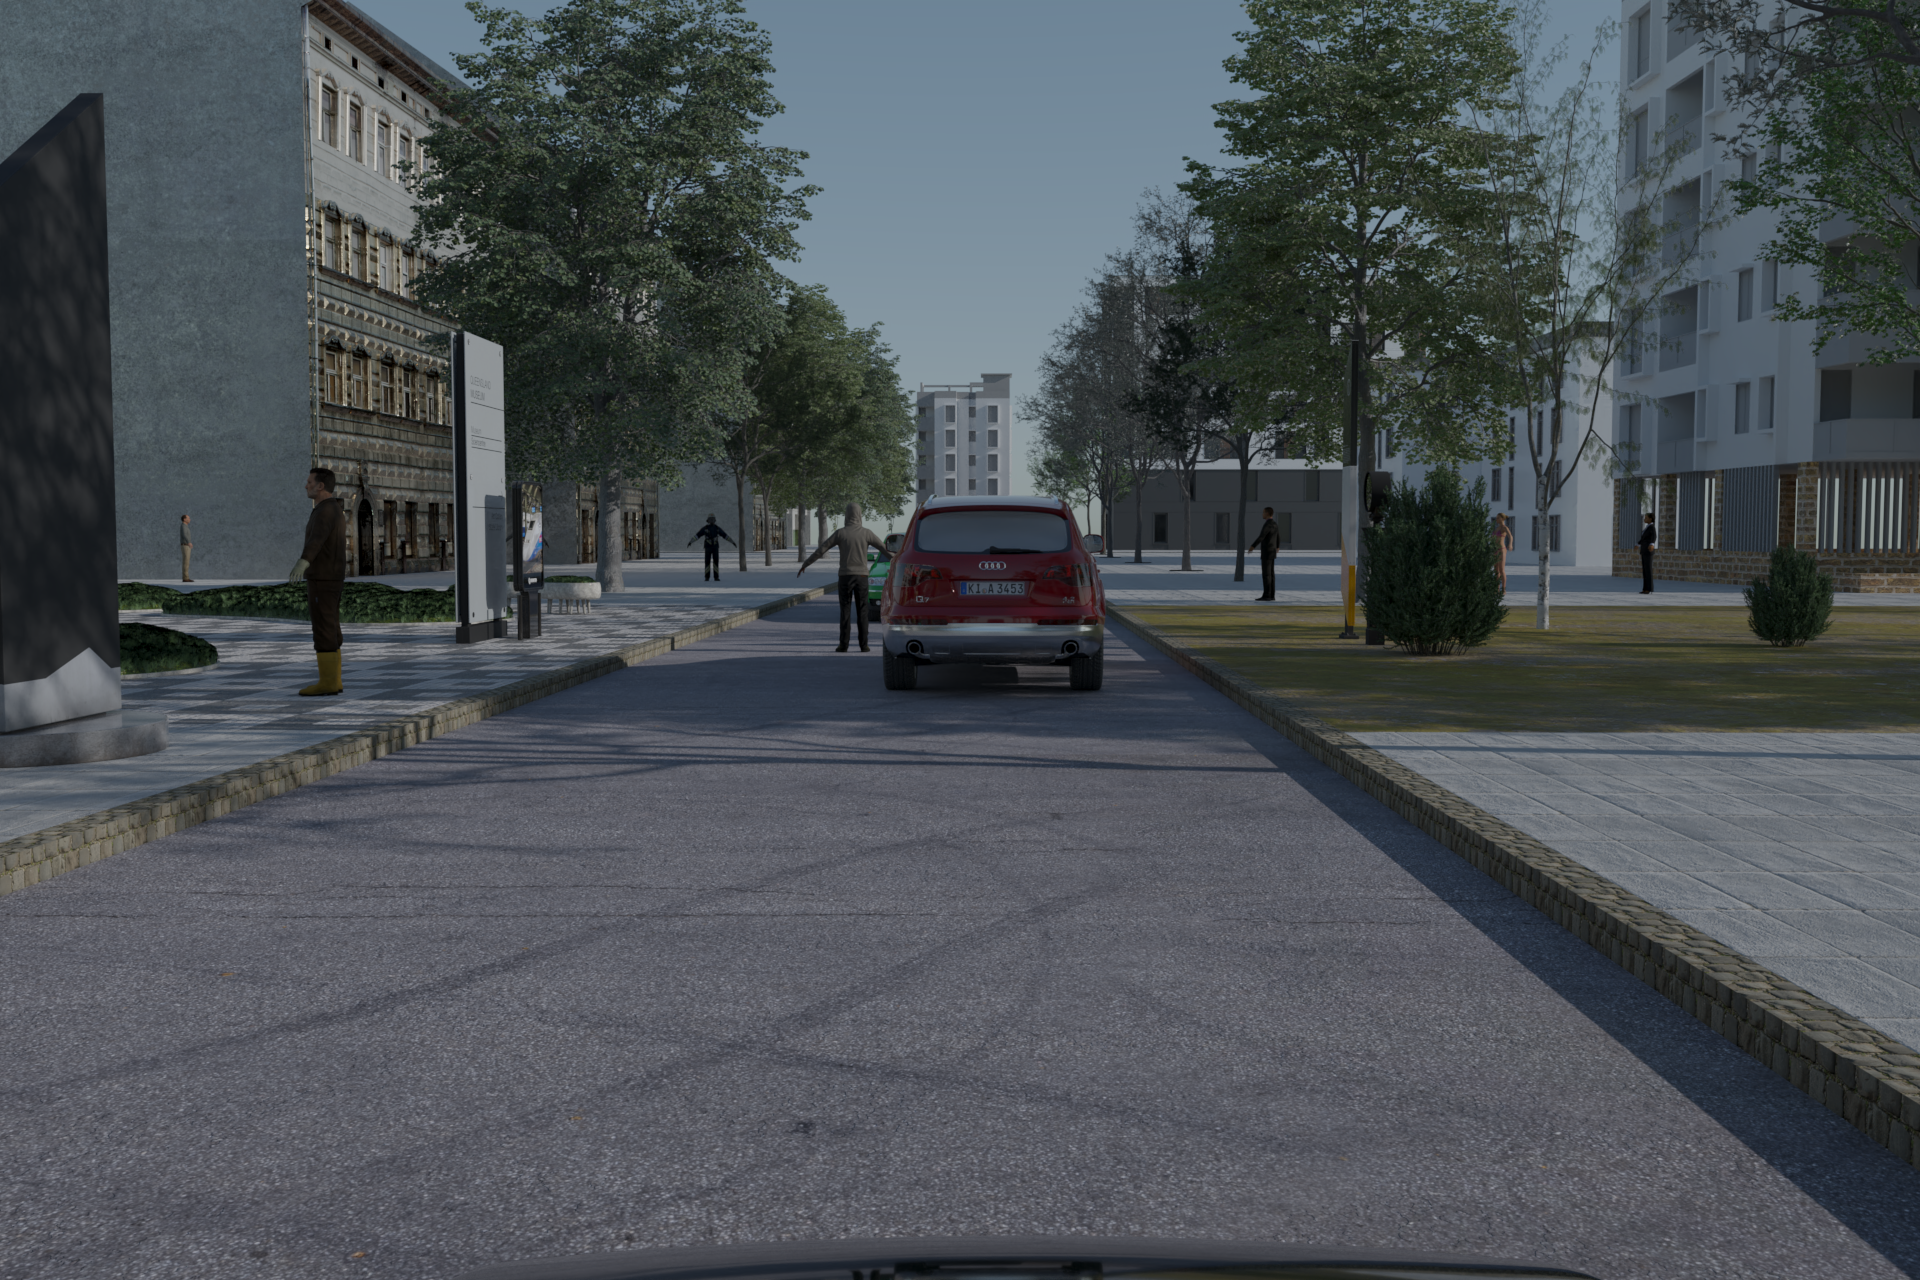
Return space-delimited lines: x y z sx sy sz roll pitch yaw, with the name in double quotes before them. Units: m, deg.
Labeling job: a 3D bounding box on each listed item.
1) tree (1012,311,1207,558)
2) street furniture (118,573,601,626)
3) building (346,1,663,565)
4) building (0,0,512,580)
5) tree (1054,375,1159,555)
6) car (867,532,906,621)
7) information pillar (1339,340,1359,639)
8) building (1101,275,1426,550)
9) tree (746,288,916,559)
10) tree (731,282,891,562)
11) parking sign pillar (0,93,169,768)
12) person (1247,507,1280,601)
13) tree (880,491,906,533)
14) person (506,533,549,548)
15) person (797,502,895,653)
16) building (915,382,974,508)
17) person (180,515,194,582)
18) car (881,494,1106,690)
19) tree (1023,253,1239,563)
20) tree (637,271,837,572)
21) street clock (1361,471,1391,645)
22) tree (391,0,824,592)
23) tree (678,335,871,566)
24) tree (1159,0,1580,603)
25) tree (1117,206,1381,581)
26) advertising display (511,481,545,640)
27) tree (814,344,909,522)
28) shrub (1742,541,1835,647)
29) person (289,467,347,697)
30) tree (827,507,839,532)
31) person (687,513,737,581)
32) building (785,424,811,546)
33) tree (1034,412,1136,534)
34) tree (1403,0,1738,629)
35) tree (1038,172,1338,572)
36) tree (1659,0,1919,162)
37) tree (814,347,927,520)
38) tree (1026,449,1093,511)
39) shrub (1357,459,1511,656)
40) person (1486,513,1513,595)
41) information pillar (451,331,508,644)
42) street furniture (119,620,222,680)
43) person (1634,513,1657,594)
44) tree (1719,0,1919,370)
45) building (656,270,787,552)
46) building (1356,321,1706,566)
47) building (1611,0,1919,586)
"tree" 7.977 -11.171 93.012 12.009 13.543 11.850 0 3 0
"street furniture" -10.602 -0.770 28.222 10.072 0.657 5.734 2 4 34
"building" -25.109 -15.299 81.072 19.493 23.208 18.063 0 4 1
"building" -26.991 -13.838 57.172 19.493 23.208 18.063 0 4 2
"tree" 8.974 -11.051 106.446 9.928 11.665 9.643 0 3 0
"car" -0.652 -1.285 29.803 1.959 1.807 4.718 0 4 1
"information pillar" 4.778 -1.828 21.238 0.183 3.616 0.504 0 4 1
"building" 26.252 -18.910 153.158 27.936 21.610 32.646 0 4 1
"tree" -7.086 -11.176 89.381 9.857 13.997 8.962 0 3 0
"tree" -6.989 -9.783 78.080 7.486 12.596 7.792 0 3 0
"parking sign pillar" -5.439 -1.320 10.051 1.447 3.967 1.447 0 4 1
"person" 5.896 -1.655 33.279 0.704 1.802 1.346 2 4 33
"tree" -8.347 -15.598 205.383 4.737 8.622 4.395 0 3 0
"person" -11.599 -2.451 46.197 1.348 1.813 0.705 0 4 4
"person" -1.296 -0.760 21.008 1.348 1.813 0.705 -1 4 -9
"building" -4.978 -21.387 208.559 11.380 20.090 16.016 0 4 5
"person" -20.620 -2.442 46.196 0.705 1.796 1.348 -2 4 -26
"car" 0.344 -0.536 17.435 2.281 1.827 5.304 0 4 1
"tree" 7.882 -10.110 75.663 12.009 13.543 11.850 0 3 0
"tree" -7.698 -7.605 58.753 7.601 10.594 8.767 -3 5 -40
"street clock" 4.810 -0.945 20.014 0.358 2.002 0.471 0 4 2
"tree" -7.856 -8.041 38.130 9.857 13.997 8.962 0 3 0
"tree" -7.586 -8.241 69.147 8.767 10.594 7.601 0 4 5
"tree" 7.288 -6.983 32.296 7.486 12.596 7.792 0 3 0
"tree" 7.904 -6.868 46.696 7.601 10.594 8.767 -1 4 -12
"advertising display" -5.306 -0.985 21.311 0.123 1.923 0.974 0 4 2
"tree" -6.977 -11.378 104.155 7.486 12.596 7.792 0 3 0
"shrub" 9.461 -0.530 19.784 1.383 1.207 1.383 0 3 0
"person" -5.103 -0.470 13.819 0.704 1.812 1.346 -1 4 -10
"tree" -14.738 -15.414 202.388 4.737 8.622 4.395 0 3 0
"person" -6.772 -2.536 47.250 1.354 1.856 0.705 -1 4 -15
"building" -25.738 -19.168 179.858 16.747 18.905 31.486 0 4 2
"tree" 8.426 -11.117 116.180 7.601 10.594 8.767 0 4 -5
"tree" 7.924 -4.465 23.372 4.360 8.622 3.978 0 3 0
"tree" 7.750 -9.100 59.161 12.009 13.543 11.850 0 3 0
"tree" 6.849 -6.057 9.408 12.009 13.543 11.850 0 3 0
"tree" -6.930 -12.831 116.446 9.857 13.997 8.962 0 3 0
"tree" 11.992 -17.144 206.057 9.928 11.665 9.643 0 3 0
"shrub" 5.054 -0.881 18.450 1.661 2.075 1.752 0 3 0
"person" 11.373 -1.829 36.707 0.721 1.733 1.217 -1 4 -13
"information pillar" -5.804 -1.813 20.953 0.184 3.620 1.656 0 4 0
"street furniture" -11.905 0.045 14.889 10.072 0.657 5.734 -2 4 -35
"person" 14.614 -1.851 36.990 0.721 1.740 1.216 0 4 6
"tree" 16.616 -6.252 27.984 9.928 11.665 9.643 0 3 0
"building" -23.928 -18.575 134.627 19.493 23.208 18.063 0 4 2
"building" 25.499 -8.583 82.474 9.099 9.664 28.070 0 4 1
"building" 24.545 -11.814 49.578 16.016 20.090 11.380 0 4 1
